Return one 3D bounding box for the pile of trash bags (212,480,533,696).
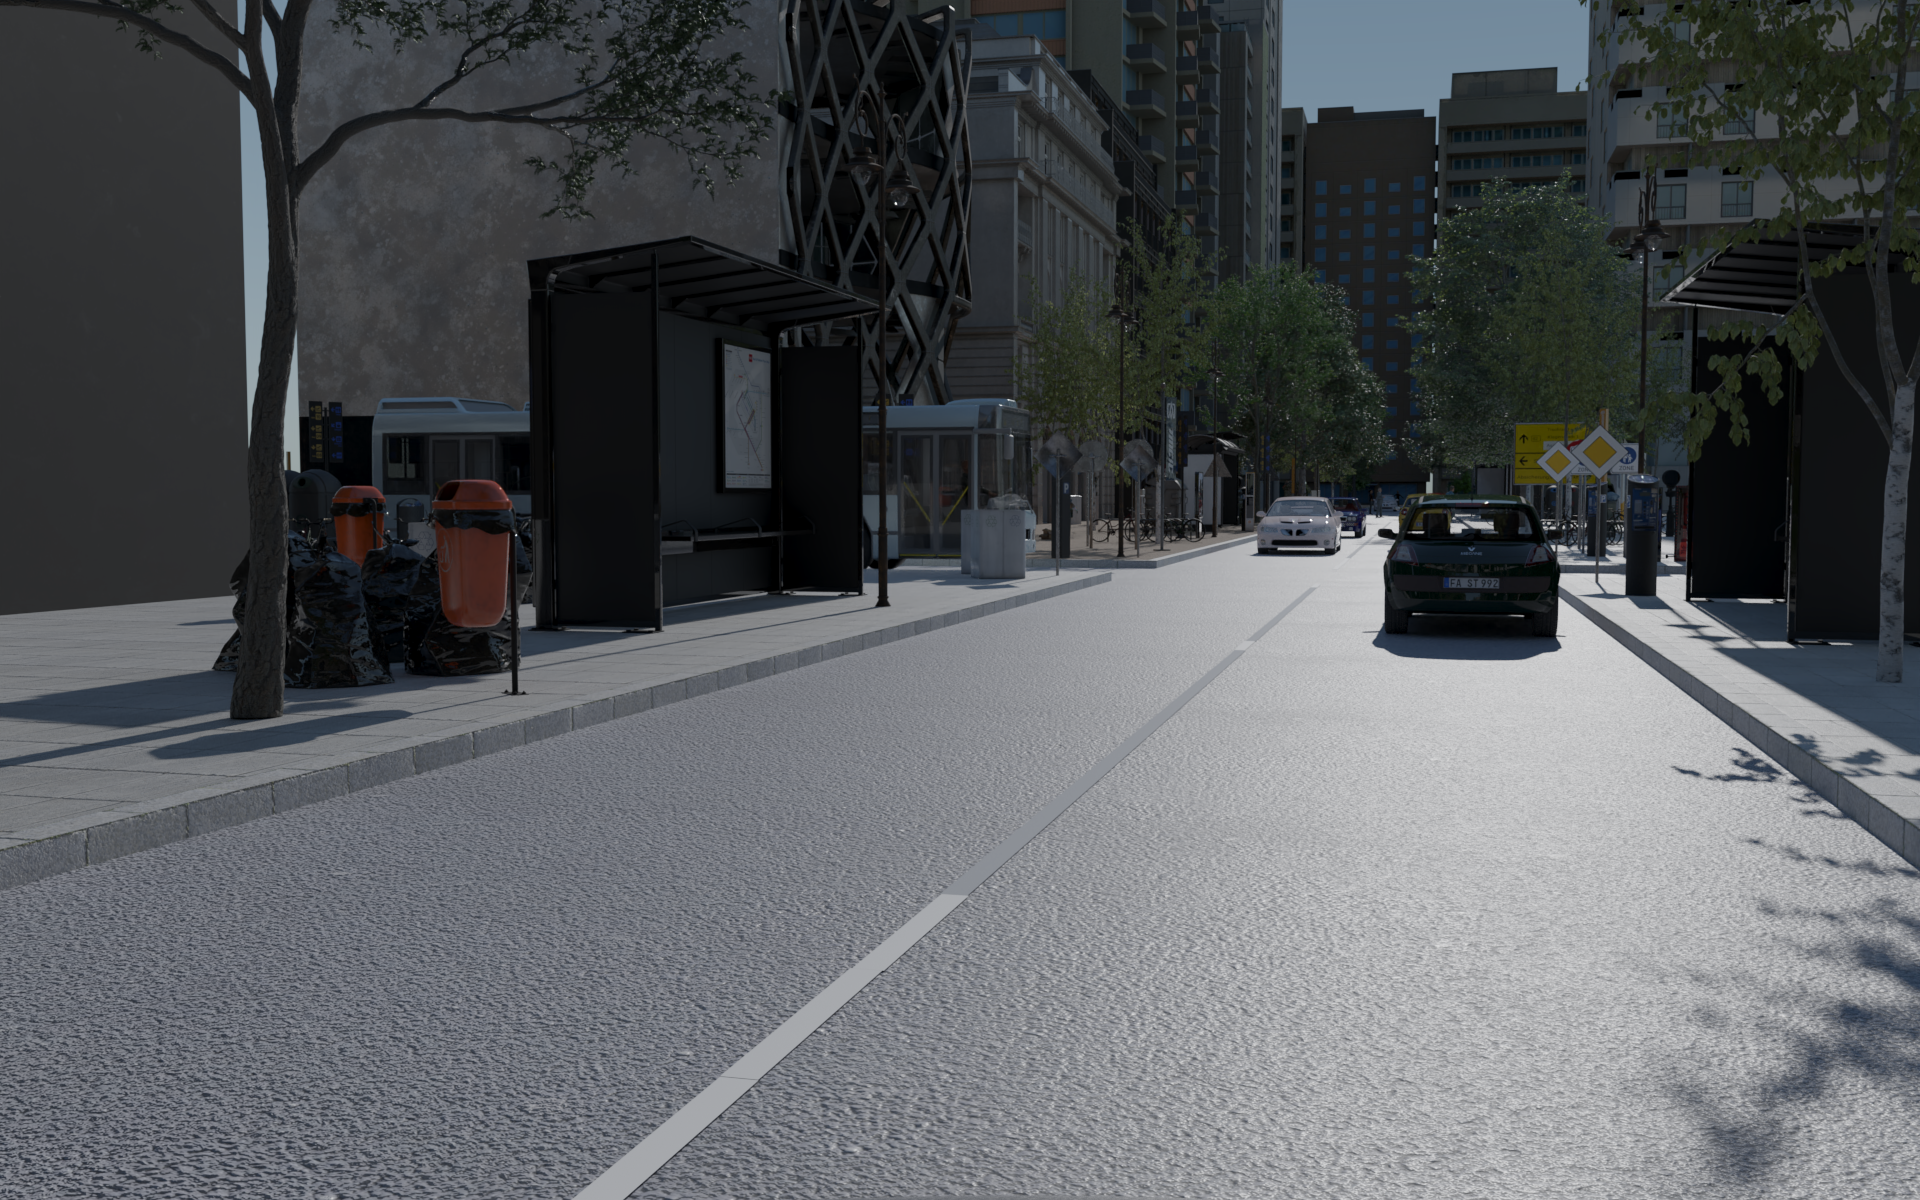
[{"bbox_3d":[-3.886,-0.141,12.064,1.912,1.369,3.447,-3,4,-37],"label":"pile of trash bags"}]

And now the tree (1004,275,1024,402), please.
[{"bbox_3d":[3.227,-6.401,55.015,4.737,8.622,4.395,0,3,0],"label":"tree"}]

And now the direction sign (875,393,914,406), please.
[{"bbox_3d":[-1.474,-2.885,39.162,0.876,3.537,0.379,-1,4,-15],"label":"direction sign"}]

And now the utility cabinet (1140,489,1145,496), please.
[{"bbox_3d":[8.418,-4.221,77.691,0.318,1.500,1.173,3,5,44],"label":"utility cabinet"}]

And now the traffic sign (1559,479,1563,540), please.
[{"bbox_3d":[16.884,-2.970,48.662,0.768,2.556,0.104,2,4,24],"label":"traffic sign"}]

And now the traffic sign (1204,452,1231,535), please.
[{"bbox_3d":[7.973,-3.286,53.723,0.884,2.594,0.081,2,4,25],"label":"traffic sign"}]

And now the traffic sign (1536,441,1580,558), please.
[{"bbox_3d":[11.320,-1.785,32.832,0.795,2.450,0.064,1,4,15],"label":"traffic sign"}]

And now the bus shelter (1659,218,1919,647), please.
[{"bbox_3d":[8.383,-1.608,17.575,1.731,3.624,6.357,1,4,15],"label":"bus shelter"}]

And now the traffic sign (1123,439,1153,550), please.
[{"bbox_3d":[4.079,-2.440,39.994,0.768,2.556,0.104,2,4,25],"label":"traffic sign"}]

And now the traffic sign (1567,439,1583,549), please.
[{"bbox_3d":[14.486,-2.467,40.440,0.768,2.556,0.104,1,4,17],"label":"traffic sign"}]

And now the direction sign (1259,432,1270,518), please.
[{"bbox_3d":[11.193,-4.386,63.700,0.379,3.537,0.876,2,4,33],"label":"direction sign"}]

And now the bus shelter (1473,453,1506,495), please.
[{"bbox_3d":[26.878,-5.707,87.241,2.014,3.302,5.546,1,4,15],"label":"bus shelter"}]

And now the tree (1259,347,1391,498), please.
[{"bbox_3d":[21.911,-11.602,107.813,7.486,12.596,7.792,0,3,0],"label":"tree"}]

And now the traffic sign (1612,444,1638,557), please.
[{"bbox_3d":[13.466,-2.012,35.033,0.606,2.300,0.079,1,4,15],"label":"traffic sign"}]

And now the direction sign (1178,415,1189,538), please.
[{"bbox_3d":[6.451,-3.559,50.193,0.379,3.537,0.876,-1,4,-10],"label":"direction sign"}]

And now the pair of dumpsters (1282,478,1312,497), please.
[{"bbox_3d":[19.657,-6.034,101.153,1.574,2.255,4.437,1,4,15],"label":"pair of dumpsters"}]

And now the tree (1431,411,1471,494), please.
[{"bbox_3d":[41.657,-13.250,142.396,9.928,11.665,9.643,0,3,0],"label":"tree"}]

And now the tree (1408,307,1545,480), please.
[{"bbox_3d":[31.605,-11.492,104.901,9.611,12.733,9.660,0,3,0],"label":"tree"}]

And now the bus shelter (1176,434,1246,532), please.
[{"bbox_3d":[8.769,-4.105,61.042,2.014,3.302,5.546,1,4,15],"label":"bus shelter"}]

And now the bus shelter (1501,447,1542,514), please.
[{"bbox_3d":[25.506,-6.125,77.770,2.179,5.291,8.768,1,4,15],"label":"bus shelter"}]

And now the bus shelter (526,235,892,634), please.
[{"bbox_3d":[-2.481,-1.694,18.983,1.731,3.624,6.357,1,4,15],"label":"bus shelter"}]

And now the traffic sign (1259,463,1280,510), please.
[{"bbox_3d":[12.608,-4.320,70.629,0.884,2.594,0.081,2,4,23],"label":"traffic sign"}]

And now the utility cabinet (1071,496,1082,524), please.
[{"bbox_3d":[4.739,-3.796,73.227,0.306,1.237,1.020,3,4,38],"label":"utility cabinet"}]

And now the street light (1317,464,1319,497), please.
[{"bbox_3d":[20.659,-7.781,100.007,0.468,5.910,1.993,1,4,15],"label":"street light"}]

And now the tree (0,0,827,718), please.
[{"bbox_3d":[-3.700,-4.603,9.676,7.601,10.594,8.767,-1,4,-10],"label":"tree"}]

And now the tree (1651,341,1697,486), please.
[{"bbox_3d":[34.497,-7.977,80.788,4.360,8.622,3.978,0,3,0],"label":"tree"}]

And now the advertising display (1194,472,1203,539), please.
[{"bbox_3d":[6.931,-2.755,50.263,0.123,1.923,0.974,1,4,15],"label":"advertising display"}]

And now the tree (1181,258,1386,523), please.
[{"bbox_3d":[13.313,-9.246,76.922,9.928,11.665,9.643,0,3,0],"label":"tree"}]

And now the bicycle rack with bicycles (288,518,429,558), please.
[{"bbox_3d":[-8.984,-0.748,25.615,2.852,0.926,2.925,1,4,11],"label":"bicycle rack with bicycles"}]

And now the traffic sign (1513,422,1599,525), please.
[{"bbox_3d":[16.873,-3.379,49.117,2.265,3.308,0.079,1,4,23],"label":"traffic sign"}]

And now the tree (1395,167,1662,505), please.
[{"bbox_3d":[22.008,-9.825,67.293,9.857,13.997,8.962,0,3,0],"label":"tree"}]

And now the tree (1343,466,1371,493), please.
[{"bbox_3d":[41.510,-12.158,182.498,4.285,4.588,4.351,0,3,0],"label":"tree"}]

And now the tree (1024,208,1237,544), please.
[{"bbox_3d":[4.880,-5.750,44.368,4.737,8.622,4.395,0,3,0],"label":"tree"}]

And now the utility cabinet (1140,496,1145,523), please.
[{"bbox_3d":[8.376,-3.979,76.210,1.020,1.237,0.306,-1,4,-21],"label":"utility cabinet"}]

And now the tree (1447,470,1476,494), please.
[{"bbox_3d":[35.228,-7.722,120.852,1.663,3.219,1.824,0,3,0],"label":"tree"}]

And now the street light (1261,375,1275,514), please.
[{"bbox_3d":[11.935,-5.778,67.255,0.468,5.910,1.993,1,4,15],"label":"street light"}]

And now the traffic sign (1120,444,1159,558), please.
[{"bbox_3d":[3.601,-1.912,34.911,0.795,2.450,0.064,1,4,15],"label":"traffic sign"}]

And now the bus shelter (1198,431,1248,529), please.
[{"bbox_3d":[10.041,-4.659,67.461,1.731,3.624,6.357,1,4,15],"label":"bus shelter"}]

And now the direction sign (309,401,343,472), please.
[{"bbox_3d":[-15.509,-3.085,42.431,0.379,3.537,0.876,3,4,39],"label":"direction sign"}]

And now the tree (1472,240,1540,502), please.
[{"bbox_3d":[16.282,-5.815,45.437,4.737,8.622,4.395,0,3,0],"label":"tree"}]

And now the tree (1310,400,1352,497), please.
[{"bbox_3d":[25.611,-10.329,119.236,4.360,8.622,3.978,0,3,0],"label":"tree"}]

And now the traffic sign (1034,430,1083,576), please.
[{"bbox_3d":[1.538,-1.441,27.196,0.795,2.450,0.064,1,4,15],"label":"traffic sign"}]

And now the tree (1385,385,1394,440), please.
[{"bbox_3d":[28.230,-12.413,128.700,9.928,11.665,9.643,0,3,0],"label":"tree"}]

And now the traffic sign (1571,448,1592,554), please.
[{"bbox_3d":[13.416,-2.146,37.220,0.606,2.300,0.079,1,4,22],"label":"traffic sign"}]

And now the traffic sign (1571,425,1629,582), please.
[{"bbox_3d":[9.256,-1.313,25.118,0.795,2.450,0.064,1,4,15],"label":"traffic sign"}]

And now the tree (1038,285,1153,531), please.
[{"bbox_3d":[4.703,-6.733,60.447,4.360,8.622,3.978,0,3,0],"label":"tree"}]

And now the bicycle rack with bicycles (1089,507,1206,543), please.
[{"bbox_3d":[5.211,-2.027,46.522,2.925,0.926,2.852,2,4,26],"label":"bicycle rack with bicycles"}]

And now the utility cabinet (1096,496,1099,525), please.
[{"bbox_3d":[5.620,-3.722,72.013,0.306,1.237,1.020,0,4,4],"label":"utility cabinet"}]

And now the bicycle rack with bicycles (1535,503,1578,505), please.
[{"bbox_3d":[21.711,-2.940,61.451,2.852,0.926,2.925,-3,5,-44],"label":"bicycle rack with bicycles"}]

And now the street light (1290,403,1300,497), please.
[{"bbox_3d":[16.271,-6.801,83.985,0.468,5.910,1.993,1,4,15],"label":"street light"}]

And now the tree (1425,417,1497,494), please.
[{"bbox_3d":[44.431,-13.338,152.495,7.601,10.594,8.767,3,4,37],"label":"tree"}]

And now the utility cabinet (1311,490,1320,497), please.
[{"bbox_3d":[21.859,-6.031,107.285,0.318,1.500,1.173,3,5,41],"label":"utility cabinet"}]

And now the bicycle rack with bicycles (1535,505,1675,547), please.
[{"bbox_3d":[15.894,-1.835,43.389,2.925,0.926,2.852,0,4,-4],"label":"bicycle rack with bicycles"}]

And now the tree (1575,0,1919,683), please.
[{"bbox_3d":[6.389,-3.759,11.823,4.737,8.622,4.395,0,3,0],"label":"tree"}]

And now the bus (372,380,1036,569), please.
[{"bbox_3d":[-4.430,-2.290,32.299,13.247,3.499,2.948,1,4,16],"label":"bus"}]

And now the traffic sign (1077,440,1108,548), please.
[{"bbox_3d":[3.100,-2.494,40.887,0.768,2.556,0.104,1,4,21],"label":"traffic sign"}]

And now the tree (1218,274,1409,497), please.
[{"bbox_3d":[17.988,-10.599,90.300,9.611,12.733,9.660,0,3,0],"label":"tree"}]

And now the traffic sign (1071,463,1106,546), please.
[{"bbox_3d":[3.127,-2.589,42.338,0.884,2.594,0.081,2,4,24],"label":"traffic sign"}]
